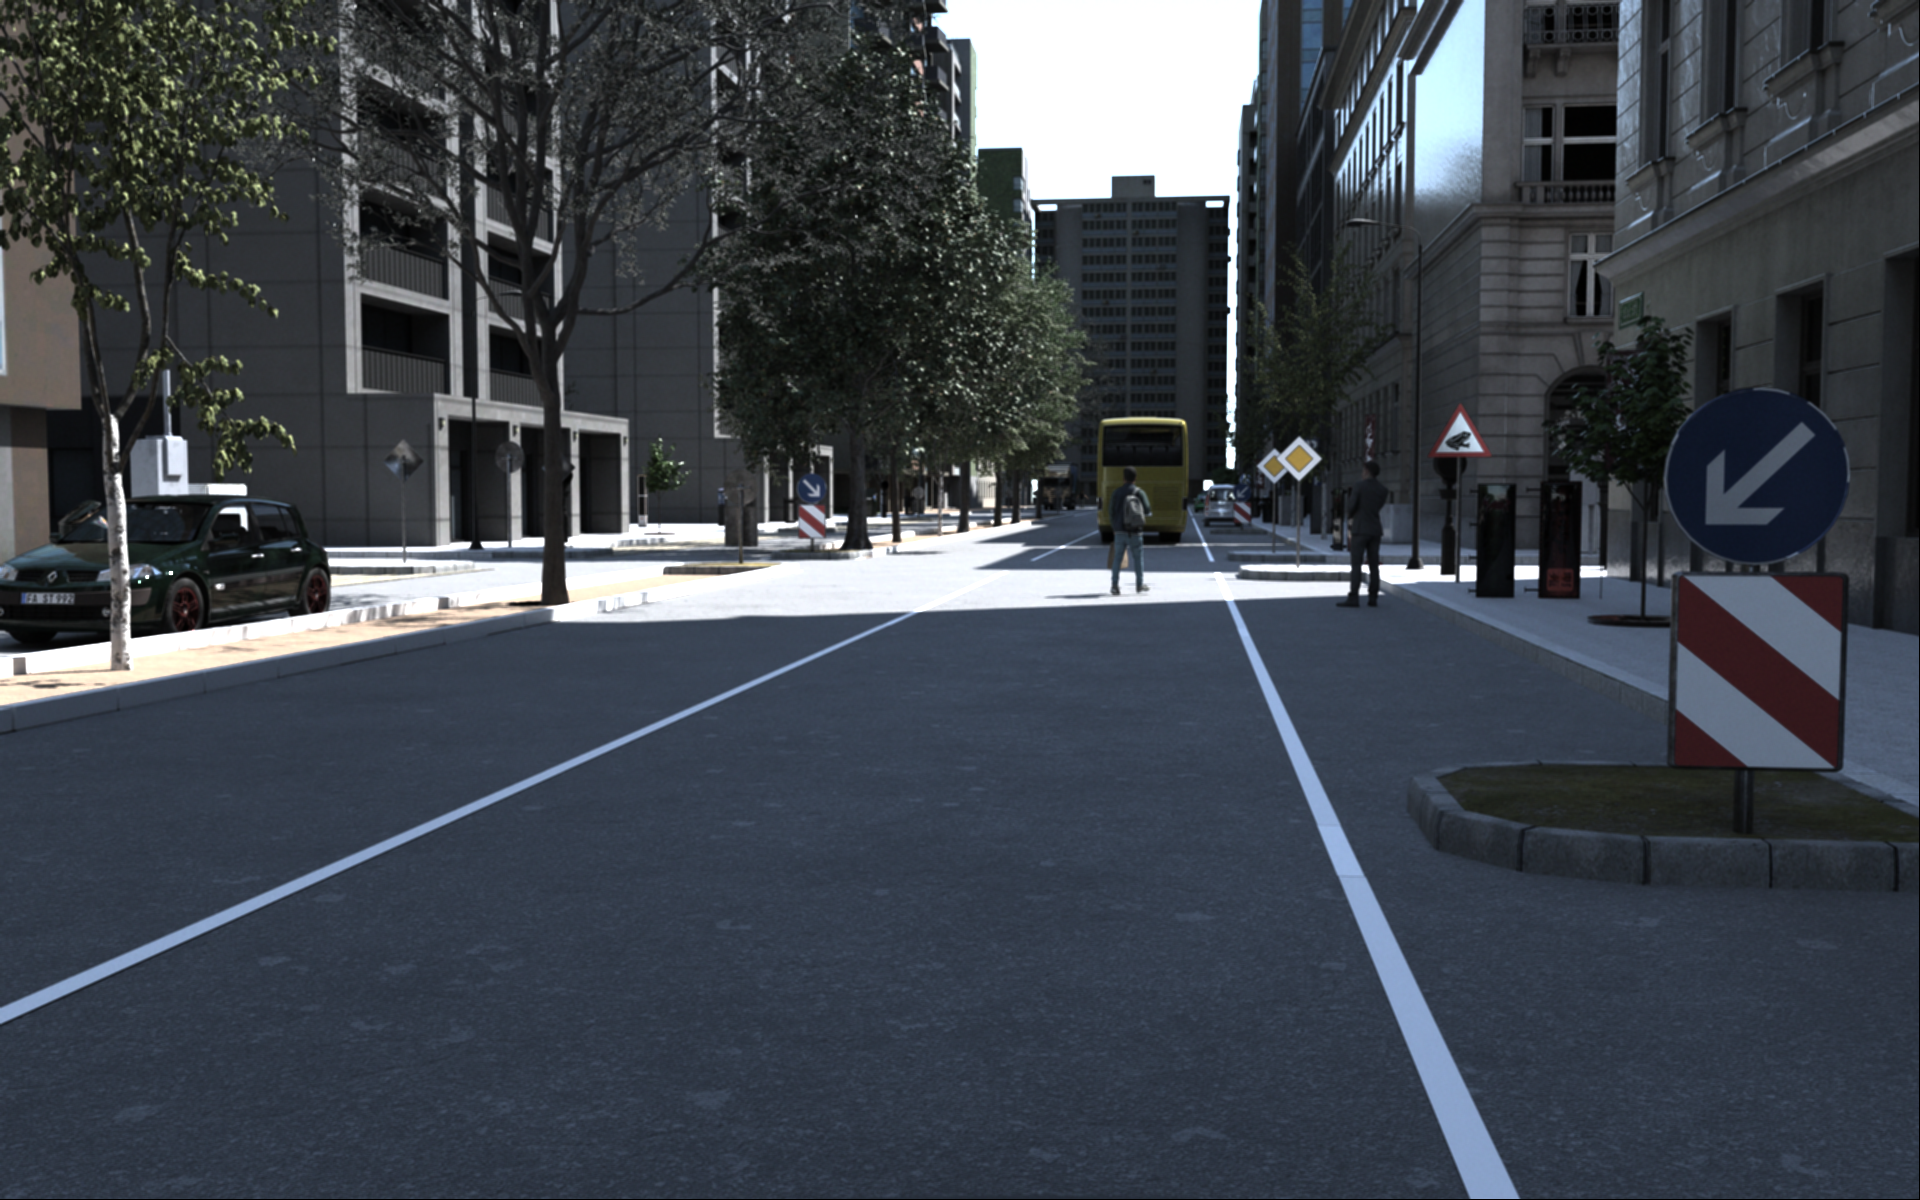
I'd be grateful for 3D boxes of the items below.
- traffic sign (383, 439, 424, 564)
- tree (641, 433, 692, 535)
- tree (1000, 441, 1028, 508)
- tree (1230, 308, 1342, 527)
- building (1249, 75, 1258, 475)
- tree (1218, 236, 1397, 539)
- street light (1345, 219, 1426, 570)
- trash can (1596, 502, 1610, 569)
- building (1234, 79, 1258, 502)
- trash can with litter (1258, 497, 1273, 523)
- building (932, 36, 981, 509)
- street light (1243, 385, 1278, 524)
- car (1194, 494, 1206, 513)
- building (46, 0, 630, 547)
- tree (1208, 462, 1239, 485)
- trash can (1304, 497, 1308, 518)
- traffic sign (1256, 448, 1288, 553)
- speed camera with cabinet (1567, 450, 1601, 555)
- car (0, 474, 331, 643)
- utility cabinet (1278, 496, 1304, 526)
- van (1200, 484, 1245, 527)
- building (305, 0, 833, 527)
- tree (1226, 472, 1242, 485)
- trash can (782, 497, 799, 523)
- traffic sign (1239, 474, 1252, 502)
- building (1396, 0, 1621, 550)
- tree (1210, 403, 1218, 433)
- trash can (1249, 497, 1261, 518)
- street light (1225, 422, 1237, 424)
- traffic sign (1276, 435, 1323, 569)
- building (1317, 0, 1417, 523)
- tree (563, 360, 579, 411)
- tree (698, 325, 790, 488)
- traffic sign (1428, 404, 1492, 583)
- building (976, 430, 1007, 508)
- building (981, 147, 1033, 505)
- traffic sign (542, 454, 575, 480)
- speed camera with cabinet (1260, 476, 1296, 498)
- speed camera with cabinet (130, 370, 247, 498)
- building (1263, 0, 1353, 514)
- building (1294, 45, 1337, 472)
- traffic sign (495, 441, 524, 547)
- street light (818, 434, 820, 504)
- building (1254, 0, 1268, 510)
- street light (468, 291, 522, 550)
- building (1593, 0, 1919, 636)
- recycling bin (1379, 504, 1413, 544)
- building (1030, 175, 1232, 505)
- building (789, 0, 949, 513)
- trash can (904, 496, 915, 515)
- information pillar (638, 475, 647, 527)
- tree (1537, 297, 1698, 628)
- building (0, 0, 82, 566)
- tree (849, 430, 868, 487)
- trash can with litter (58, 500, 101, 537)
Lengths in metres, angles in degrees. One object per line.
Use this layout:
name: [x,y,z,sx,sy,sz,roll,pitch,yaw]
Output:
traffic sign: [-10.237,-1.726,31.869,0.795,2.450,0.064,0,4,7]
tree: [-9.529,-3.672,54.637,1.663,3.219,1.824,0,3,0]
tree: [4.806,-13.007,163.023,4.737,8.622,4.395,0,3,0]
tree: [12.731,-7.146,67.192,4.360,8.622,3.978,0,3,0]
building: [39.956,-33.506,167.425,23.786,49.044,30.456,0,4,7]
tree: [10.103,-6.032,48.984,4.737,8.622,4.395,0,3,0]
street light: [7.218,-3.477,29.388,1.470,5.913,1.316,0,4,7]
trash can: [11.257,-1.098,29.601,0.748,1.137,0.748,0,3,0]
building: [43.493,-35.561,205.127,21.600,48.544,21.300,0,4,7]
trash can with litter: [13.865,-4.034,77.348,1.055,1.170,0.624,-3,5,-39]
building: [-6.253,-28.631,151.708,14.154,41.232,14.086,0,4,7]
street light: [12.913,-6.177,73.534,1.470,5.913,1.316,0,4,7]
car: [18.981,-7.626,133.488,1.959,1.807,4.718,0,4,8]
building: [-21.500,-37.497,51.322,20.563,71.187,20.611,0,4,7]
tree: [28.791,-12.517,188.358,4.285,4.588,4.351,0,3,0]
trash can: [18.256,-4.956,92.680,0.748,1.137,0.748,0,3,0]
traffic sign: [6.839,-2.084,37.716,0.795,2.450,0.064,0,4,7]
speed camera with cabinet: [13.419,-2.623,37.216,0.660,3.252,2.038,1,4,22]
car: [-8.080,-0.491,17.821,2.009,1.686,4.222,0,4,7]
utility cabinet: [13.458,-3.624,70.417,1.020,1.237,0.306,-1,4,-20]
van: [11.703,-4.290,77.150,2.013,2.044,4.112,0,4,8]
building: [-17.264,-39.517,84.362,20.563,71.187,20.611,0,4,7]
tree: [21.773,-8.658,136.153,1.663,3.219,1.824,0,3,0]
trash can: [-7.462,-3.951,76.246,0.748,1.137,0.748,0,3,0]
traffic sign: [17.888,-6.635,108.591,0.768,2.556,0.104,1,4,10]
building: [24.011,-12.331,43.418,24.055,21.916,13.314,0,4,7]
tree: [16.338,-8.968,96.985,4.737,8.622,4.395,0,3,0]
trash can: [16.146,-5.084,94.779,0.748,1.137,0.748,0,3,0]
street light: [17.779,-8.513,111.722,1.470,5.913,1.316,0,4,7]
traffic sign: [5.823,-1.600,29.796,0.795,2.450,0.064,0,4,7]
building: [23.932,-14.557,71.288,16.112,22.955,30.059,0,4,7]
tree: [-18.249,-7.510,73.151,4.360,8.622,3.978,0,3,0]
tree: [-8.421,-7.283,69.434,4.360,8.622,3.978,0,3,0]
traffic sign: [7.204,-1.529,25.006,0.884,2.594,0.081,1,4,15]
building: [-10.985,-20.273,176.500,28.899,21.520,27.650,0,4,7]
building: [1.249,-32.061,207.785,14.086,41.232,14.154,0,4,7]
traffic sign: [-9.221,-2.211,39.789,0.795,2.450,0.064,0,4,7]
speed camera with cabinet: [16.697,-5.906,90.895,0.660,3.252,2.038,-3,5,-39]
speed camera with cabinet: [-12.608,-2.081,28.358,0.660,3.252,2.038,1,4,17]
building: [28.154,-28.611,117.898,14.600,45.320,14.200,0,4,7]
building: [26.884,-18.651,98.455,14.314,27.812,24.014,0,4,7]
traffic sign: [-10.868,-2.547,41.745,0.768,2.556,0.104,1,4,14]
street light: [-5.803,-6.419,77.484,1.470,5.913,1.316,0,4,7]
building: [32.042,-28.293,146.177,14.154,41.232,14.086,0,4,7]
street light: [-10.649,-4.113,39.789,1.470,5.913,1.316,0,4,7]
building: [15.167,-13.910,3.850,17.030,29.872,44.131,0,4,7]
recycling bin: [11.208,-1.957,44.551,0.722,1.027,0.722,-1,4,-19]
building: [21.206,-31.916,213.715,23.993,40.220,32.217,0,4,7]
building: [-12.786,-29.089,130.226,22.147,44.769,28.867,0,4,7]
trash can: [-3.016,-5.665,104.270,0.748,1.137,0.748,0,3,0]
information pillar: [-12.312,-3.834,67.178,0.304,2.012,0.304,0,4,3]
tree: [6.868,-1.379,17.143,1.663,3.219,1.824,0,3,0]
building: [-22.724,-22.748,22.040,14.200,45.320,14.600,0,4,7]
tree: [-4.581,-9.192,100.650,4.360,8.622,3.978,0,3,0]
trash can with litter: [-16.162,-1.233,31.548,1.055,1.170,0.624,1,4,17]
